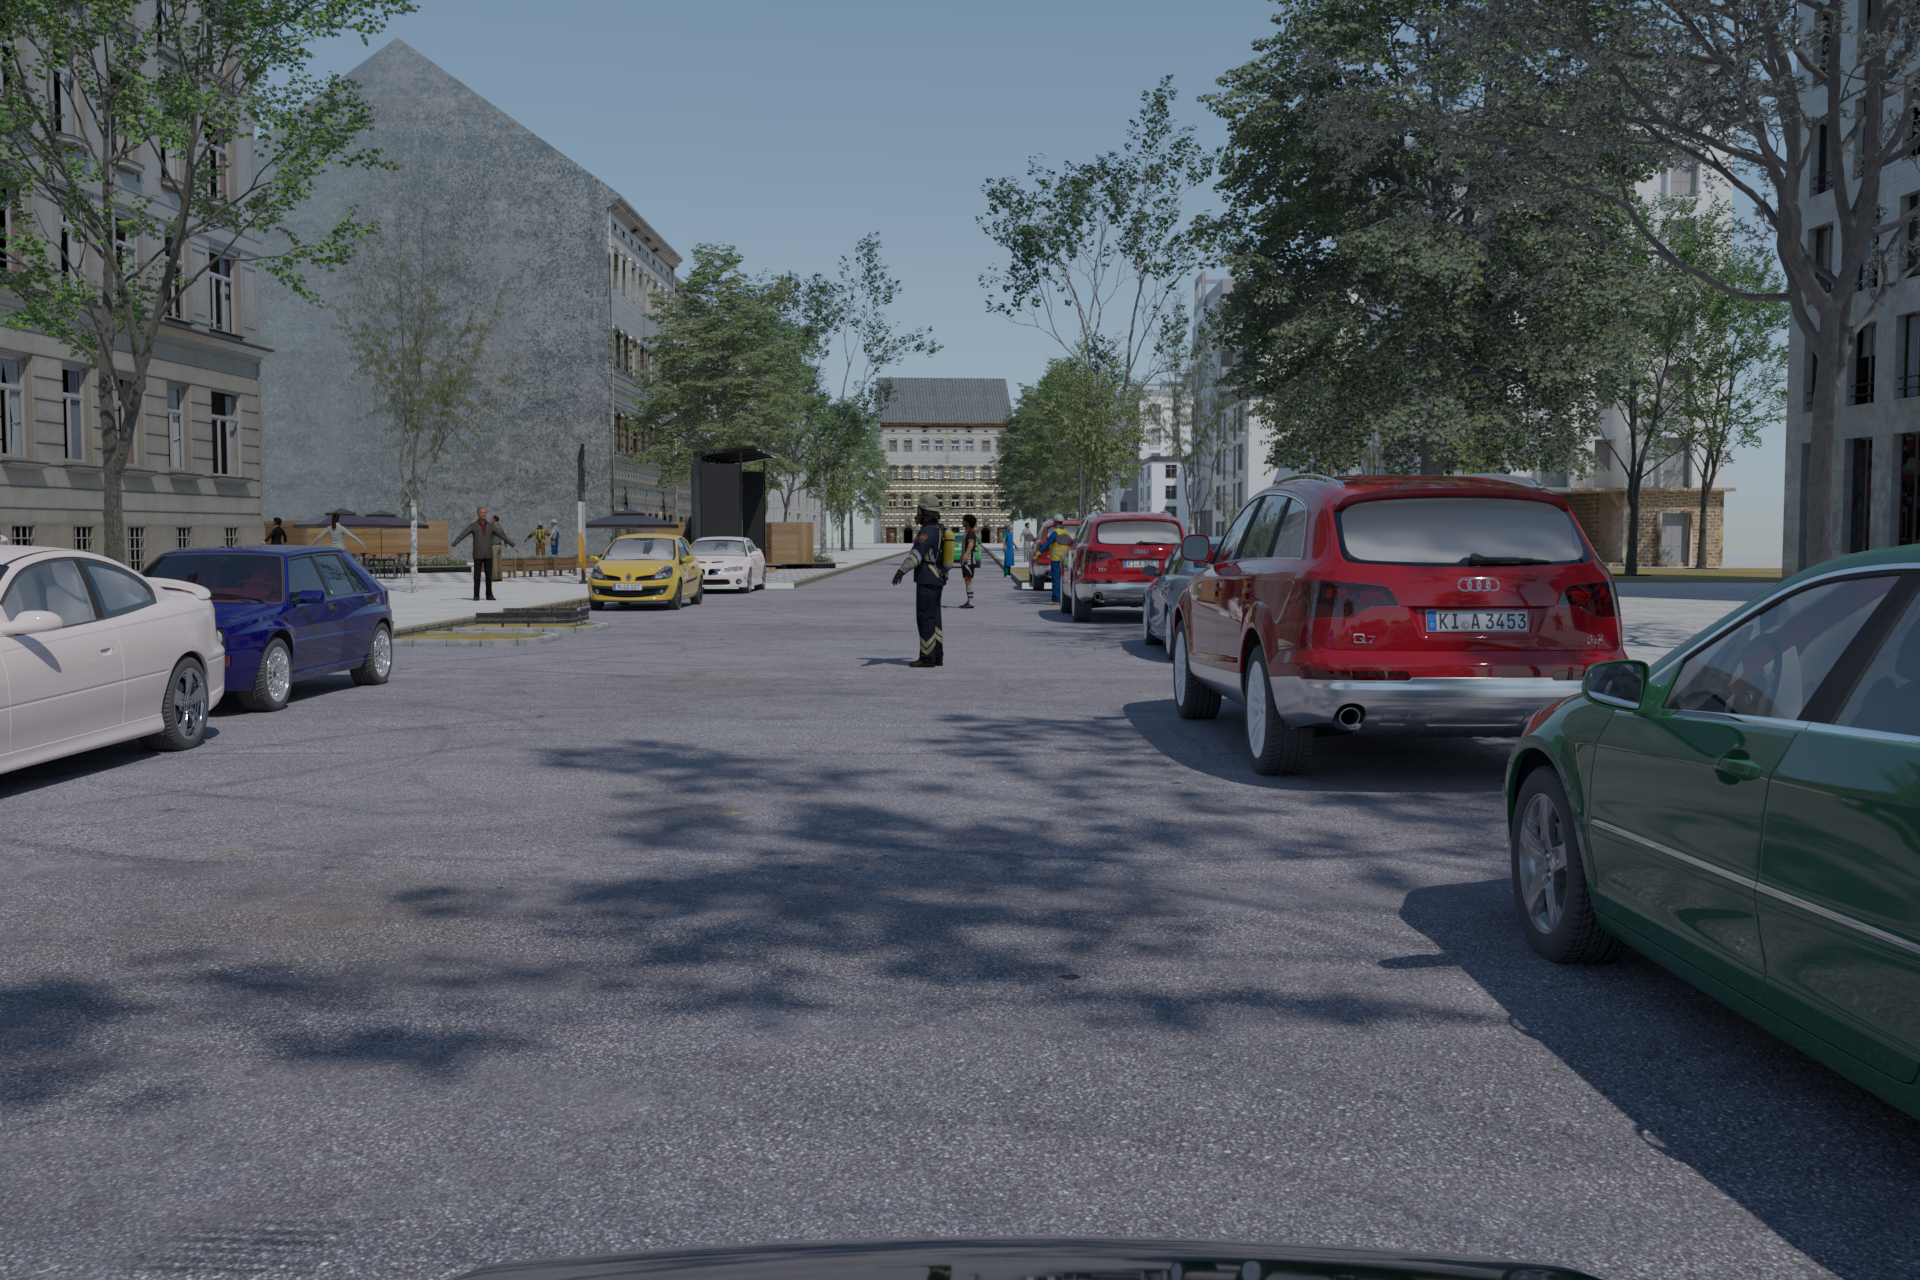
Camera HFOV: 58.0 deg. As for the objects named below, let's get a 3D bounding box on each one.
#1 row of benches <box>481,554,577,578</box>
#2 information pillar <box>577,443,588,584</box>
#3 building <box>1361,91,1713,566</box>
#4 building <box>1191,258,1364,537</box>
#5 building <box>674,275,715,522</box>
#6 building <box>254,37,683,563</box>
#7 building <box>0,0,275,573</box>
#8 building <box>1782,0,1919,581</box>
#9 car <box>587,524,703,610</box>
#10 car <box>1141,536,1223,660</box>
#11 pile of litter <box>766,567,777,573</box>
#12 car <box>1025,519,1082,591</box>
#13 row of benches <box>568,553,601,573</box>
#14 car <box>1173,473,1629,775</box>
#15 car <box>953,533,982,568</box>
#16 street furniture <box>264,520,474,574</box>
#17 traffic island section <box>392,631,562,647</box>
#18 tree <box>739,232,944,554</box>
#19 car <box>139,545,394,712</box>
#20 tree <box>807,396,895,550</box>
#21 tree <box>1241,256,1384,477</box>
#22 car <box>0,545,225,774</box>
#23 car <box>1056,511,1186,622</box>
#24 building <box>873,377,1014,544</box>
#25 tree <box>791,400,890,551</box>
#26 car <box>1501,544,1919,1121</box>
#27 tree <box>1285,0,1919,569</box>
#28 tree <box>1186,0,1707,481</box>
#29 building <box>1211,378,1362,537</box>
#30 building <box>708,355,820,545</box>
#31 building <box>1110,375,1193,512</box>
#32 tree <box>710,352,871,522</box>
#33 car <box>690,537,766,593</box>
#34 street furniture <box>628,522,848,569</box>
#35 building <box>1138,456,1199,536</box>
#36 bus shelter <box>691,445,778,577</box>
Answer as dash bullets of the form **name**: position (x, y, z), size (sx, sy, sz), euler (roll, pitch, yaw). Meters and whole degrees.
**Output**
- **row of benches**: position (-12.961, -2.215, 51.680), size (1.422, 0.672, 4.104), euler (2, 4, 25)
- **information pillar**: position (-9.700, -3.247, 44.437), size (0.183, 3.616, 0.504), euler (0, 3, 0)
- **building**: position (24.104, -13.700, 80.423), size (16.016, 20.090, 11.380), euler (0, 4, 0)
- **building**: position (22.053, -16.471, 125.728), size (16.016, 20.090, 11.380), euler (0, 4, 0)
- **building**: position (-26.251, -16.881, 106.935), size (19.493, 23.208, 18.063), euler (0, 4, 1)
- **building**: position (-24.908, -15.618, 86.279), size (19.493, 23.208, 18.063), euler (0, 4, 0)
- **building**: position (-28.381, -12.555, 37.302), size (16.112, 23.069, 30.059), euler (0, 4, 1)
- **building**: position (24.953, -10.936, 32.688), size (10.420, 20.400, 16.860), euler (0, 4, 0)
- **car**: position (-6.116, -1.446, 33.867), size (2.015, 1.641, 3.980), euler (0, 4, 0)
- **car**: position (3.238, -0.546, 20.923), size (2.014, 1.417, 4.499), euler (0, 4, 1)
- **pile of litter**: position (-6.711, -2.690, 57.941), size (1.176, 0.858, 1.719), euler (0, 4, -1)
- **car**: position (2.860, -2.245, 45.373), size (2.281, 1.827, 5.304), euler (0, 4, 1)
- **row of benches**: position (-11.036, -2.566, 57.418), size (4.104, 0.672, 1.422), euler (-2, 4, -24)
- **car**: position (2.735, -0.193, 11.835), size (2.281, 1.827, 5.304), euler (0, 4, -1)
- **car**: position (-0.017, -4.024, 74.586), size (1.959, 1.807, 4.718), euler (0, 4, -1)
- **street furniture**: position (-21.109, -3.065, 56.967), size (11.010, 1.723, 9.812), euler (3, 5, 42)
- **traffic island section**: position (-6.388, -0.006, 22.959), size (1.991, 0.108, 1.994), euler (0, 4, 1)
- **tree**: position (-7.793, -15.465, 108.738), size (12.611, 20.169, 13.585), euler (0, 3, 0)
- **car**: position (-6.348, -0.159, 15.179), size (1.945, 1.354, 3.894), euler (0, 4, 0)
- **tree**: position (-9.349, -13.738, 142.747), size (7.486, 12.596, 7.792), euler (0, 3, 0)
- **tree**: position (9.414, -5.798, 45.155), size (4.737, 8.622, 4.395), euler (0, 3, 0)
- **car**: position (-6.019, 0.135, 10.150), size (2.083, 1.381, 4.827), euler (0, 4, 0)
- **car**: position (2.837, -1.291, 29.776), size (2.281, 1.827, 5.304), euler (0, 4, 0)
- **building**: position (-2.625, -24.993, 242.022), size (18.063, 23.208, 19.493), euler (0, 4, -5)
- **tree**: position (-8.832, -12.459, 129.456), size (9.928, 11.665, 9.643), euler (0, 3, 0)
- **car**: position (2.872, 0.451, 4.418), size (2.131, 1.459, 4.920), euler (0, 4, 0)
- **tree**: position (8.990, -6.569, 17.776), size (12.009, 13.543, 11.850), euler (0, 3, 0)
- **tree**: position (8.907, -7.686, 32.317), size (9.857, 13.997, 8.962), euler (0, 3, 0)
- **building**: position (20.739, -9.534, 98.020), size (9.099, 9.664, 28.070), euler (0, 3, 0)
- **building**: position (-24.474, -19.141, 179.421), size (16.747, 18.905, 31.486), euler (0, 4, 1)
- **building**: position (23.585, -21.866, 213.933), size (16.016, 20.090, 11.380), euler (0, 3, 0)
- **tree**: position (-9.066, -9.449, 88.910), size (8.767, 10.594, 7.601), euler (-1, 4, -17)
- **car**: position (-5.970, -1.894, 43.330), size (2.083, 1.381, 4.827), euler (0, 4, 1)
- **street furniture**: position (-8.423, -3.616, 65.984), size (9.812, 1.723, 11.010), euler (-3, 5, -41)
- **building**: position (25.038, -14.927, 186.199), size (9.099, 9.664, 28.070), euler (0, 4, 0)
- **bus shelter**: position (-6.303, -3.526, 48.928), size (1.731, 3.624, 6.357), euler (0, 4, 0)
